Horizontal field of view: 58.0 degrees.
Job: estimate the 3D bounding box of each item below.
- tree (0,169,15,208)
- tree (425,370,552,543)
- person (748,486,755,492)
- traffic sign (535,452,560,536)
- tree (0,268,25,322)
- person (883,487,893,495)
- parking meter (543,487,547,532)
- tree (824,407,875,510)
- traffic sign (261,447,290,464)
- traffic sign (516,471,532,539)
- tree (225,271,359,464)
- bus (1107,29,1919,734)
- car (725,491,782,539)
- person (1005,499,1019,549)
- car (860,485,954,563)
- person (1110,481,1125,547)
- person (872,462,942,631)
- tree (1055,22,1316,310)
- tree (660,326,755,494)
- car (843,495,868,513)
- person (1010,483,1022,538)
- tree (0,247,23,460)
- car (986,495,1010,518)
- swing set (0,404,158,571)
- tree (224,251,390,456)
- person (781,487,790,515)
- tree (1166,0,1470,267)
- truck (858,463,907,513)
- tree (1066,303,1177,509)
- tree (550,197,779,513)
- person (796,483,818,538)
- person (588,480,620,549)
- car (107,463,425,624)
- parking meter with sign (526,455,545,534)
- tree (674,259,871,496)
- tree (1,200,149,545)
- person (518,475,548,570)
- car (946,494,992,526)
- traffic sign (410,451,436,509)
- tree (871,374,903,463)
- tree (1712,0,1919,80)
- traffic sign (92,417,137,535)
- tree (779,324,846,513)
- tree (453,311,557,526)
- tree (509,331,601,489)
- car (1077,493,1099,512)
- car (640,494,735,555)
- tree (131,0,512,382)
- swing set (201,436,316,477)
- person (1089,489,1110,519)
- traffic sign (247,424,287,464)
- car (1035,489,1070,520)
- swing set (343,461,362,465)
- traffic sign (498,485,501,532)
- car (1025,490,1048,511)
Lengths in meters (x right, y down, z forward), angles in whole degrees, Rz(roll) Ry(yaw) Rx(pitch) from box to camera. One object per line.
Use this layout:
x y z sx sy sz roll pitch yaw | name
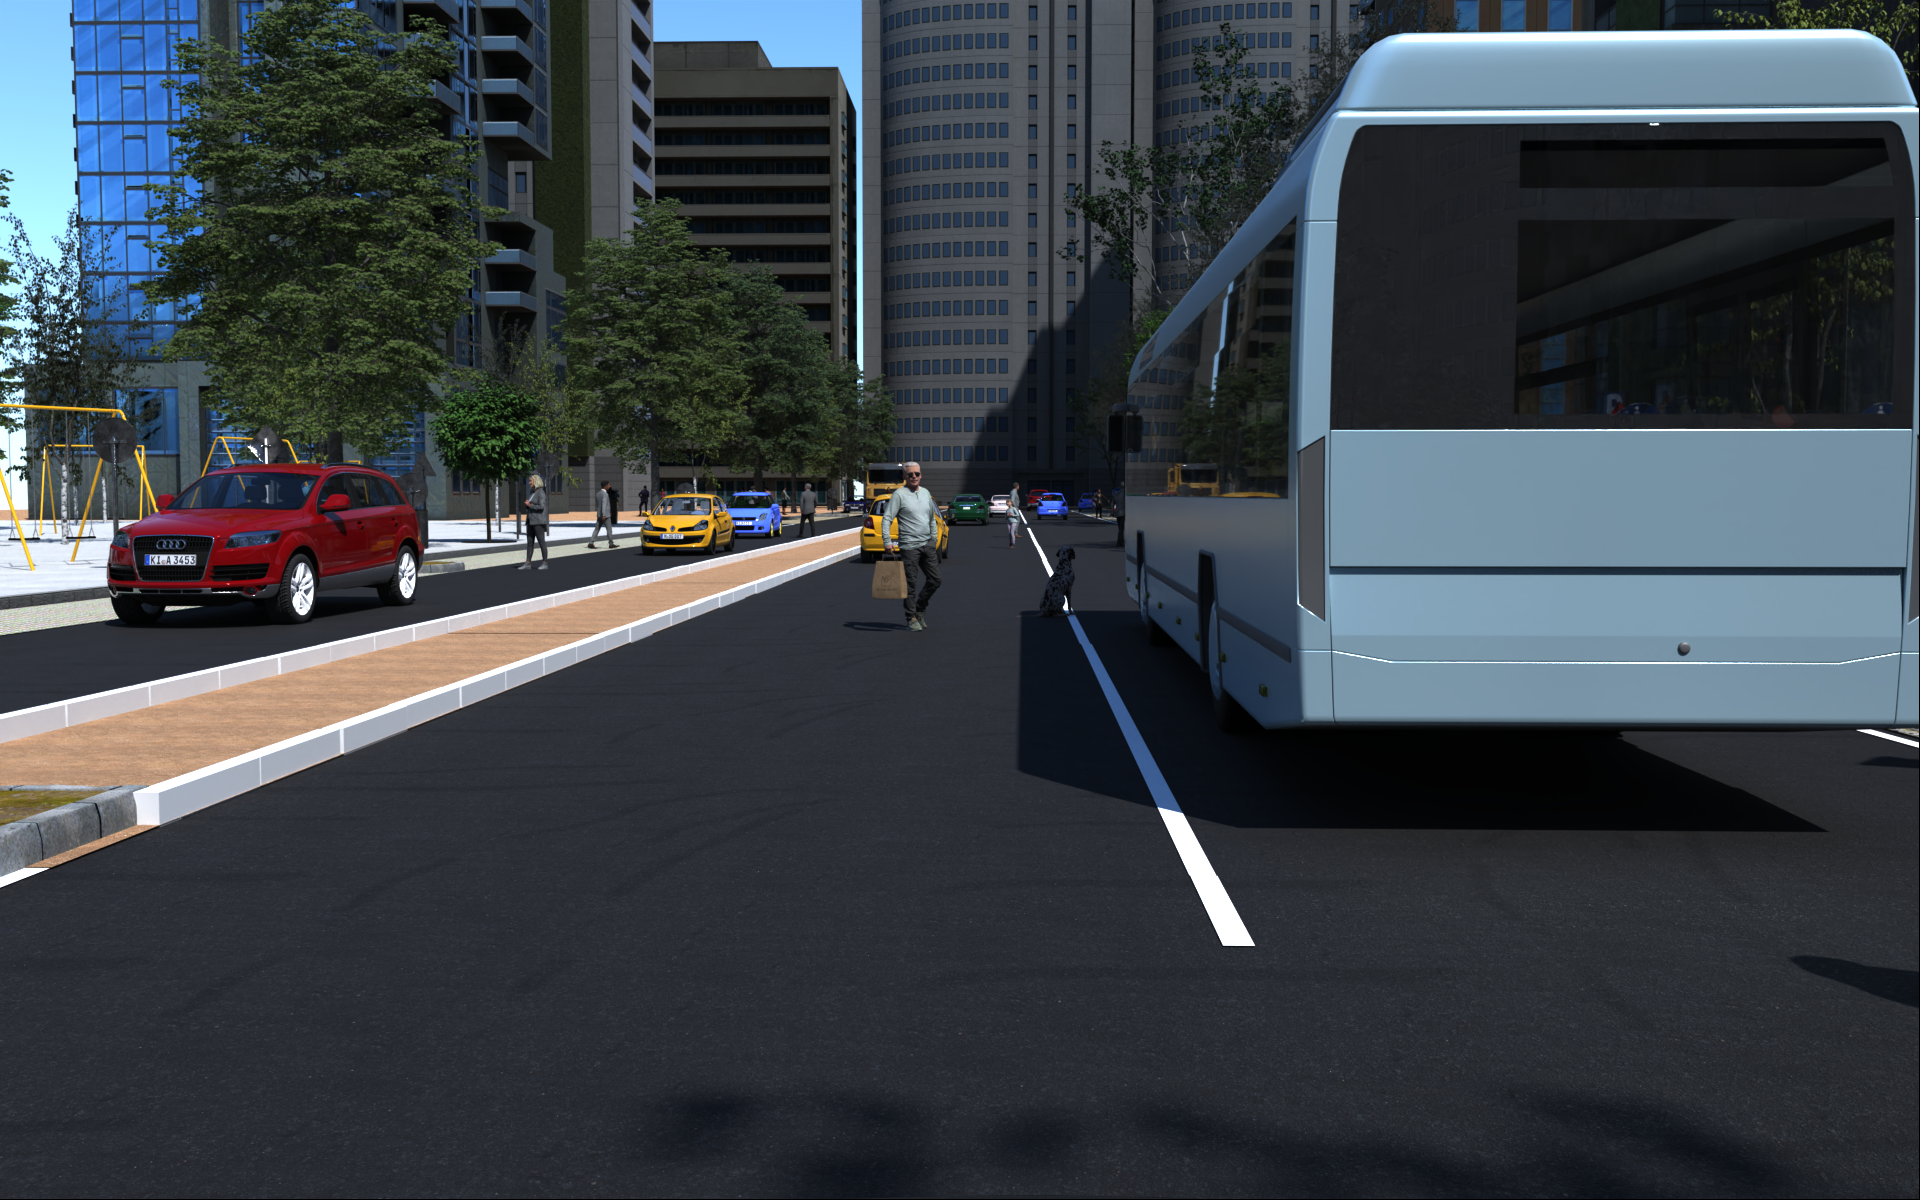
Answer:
-25.375 -7.906 35.921 9.857 13.997 8.962 0 3 0 | tree
-12.451 -3.804 45.904 4.285 4.588 4.351 0 3 0 | tree
-9.591 -4.335 79.557 0.473 1.802 0.592 -2 4 -34 | person
-12.587 -3.224 52.822 0.768 2.556 0.104 0 4 5 | traffic sign
-29.833 -7.464 47.794 9.928 11.665 9.643 0 3 0 | tree
-3.924 -5.306 95.269 1.348 1.821 0.705 -1 4 -10 | person
-14.112 -3.070 58.613 0.372 1.533 0.369 0 3 0 | parking meter
-9.475 -11.812 143.480 4.360 8.622 3.978 0 3 0 | tree
-17.009 -2.625 43.021 0.768 2.556 0.104 0 4 6 | traffic sign
-12.556 -3.004 49.116 0.884 2.594 0.081 1 4 8 | traffic sign
-20.494 -6.362 54.377 4.737 8.622 4.395 0 3 0 | tree
2.885 -1.142 13.529 2.948 3.499 13.247 0 4 2 | bus
-6.856 -2.888 56.804 1.945 1.707 3.694 0 4 1 | car
1.351 -2.008 45.614 0.425 1.301 0.394 1 4 22 | person
-1.154 -1.655 37.277 2.015 1.641 3.980 0 4 2 | car
4.485 -2.358 47.448 0.661 1.777 0.834 2 4 30 | person
-0.572 -0.558 18.113 0.782 1.767 0.515 -3 5 -40 | person
10.241 -13.259 72.671 12.611 20.169 13.585 0 3 0 | tree
-11.216 -7.601 74.646 4.737 8.622 4.395 0 3 0 | tree
-7.673 -7.076 128.271 1.945 1.354 3.894 0 4 1 | car
1.800 -2.967 57.103 0.391 1.810 0.635 -1 4 -12 | person
-35.512 -8.598 58.711 7.486 12.596 7.792 0 3 0 | tree
2.659 -5.790 107.026 2.083 1.381 4.827 0 4 2 | car
-16.246 -2.027 30.756 2.862 2.851 3.119 2 4 26 | swing set
-27.201 -9.043 73.609 9.928 11.665 9.643 0 3 0 | tree
-10.769 -6.118 106.854 0.721 1.735 1.217 -2 4 -30 | person
10.037 -8.020 41.502 12.009 13.543 11.850 0 3 0 | tree
-4.446 -7.012 110.572 3.469 3.379 9.791 0 4 2 | truck
11.841 -9.963 88.655 9.928 11.665 9.643 0 3 0 | tree
-11.716 -9.058 66.228 7.486 12.596 7.792 0 3 0 | tree
-5.021 -2.923 56.684 0.661 1.777 0.834 -3 5 -41 | person
-9.316 -2.226 45.167 0.850 1.792 0.678 -3 5 -39 | person
-8.168 -0.741 20.784 2.281 1.827 5.304 0 4 3 | car
-13.262 -3.525 53.901 0.543 3.016 1.738 -2 4 -24 | parking meter with sign
-10.869 -11.440 93.707 9.857 13.997 8.962 0 3 0 | tree
-22.818 -5.732 44.087 4.360 8.622 3.978 0 3 0 | tree
-8.090 -1.481 32.906 0.526 1.800 0.537 -2 4 -35 | person
0.405 -4.161 79.838 2.131 1.459 4.920 0 4 3 | car
-16.209 -3.195 52.240 0.884 2.594 0.081 1 4 9 | traffic sign
-9.892 -15.373 158.008 9.857 13.997 8.962 0 3 0 | tree
10.254 -4.327 21.102 4.737 8.622 4.395 0 3 0 | tree
-14.033 -1.753 28.765 0.768 2.556 0.104 0 4 4 | traffic sign
-11.434 -12.085 115.716 7.486 12.596 7.792 0 3 0 | tree
-18.819 -7.361 70.712 4.360 8.622 3.978 0 3 0 | tree
-18.610 -7.831 78.397 4.737 8.622 4.395 0 3 0 | tree
10.550 -8.088 141.835 1.945 1.707 3.694 0 4 3 | car
-6.548 -1.932 41.805 2.015 1.641 3.980 0 4 2 | car
-13.674 -7.295 37.408 7.486 12.596 7.792 0 3 0 | tree
-19.771 -3.103 48.350 2.862 2.851 3.119 1 4 15 | swing set
8.088 -5.584 100.519 1.217 1.735 0.721 -1 4 -10 | person
-13.085 -2.017 32.706 0.795 2.593 0.064 0 4 7 | traffic sign
5.154 -5.329 96.713 1.945 1.707 3.694 0 4 2 | car
-29.493 -5.130 81.488 3.119 2.851 2.862 0 4 -1 | swing set
-15.490 -3.555 58.227 0.768 2.556 0.104 0 4 3 | traffic sign
6.634 -8.378 145.646 2.281 1.827 5.304 0 4 2 | car
